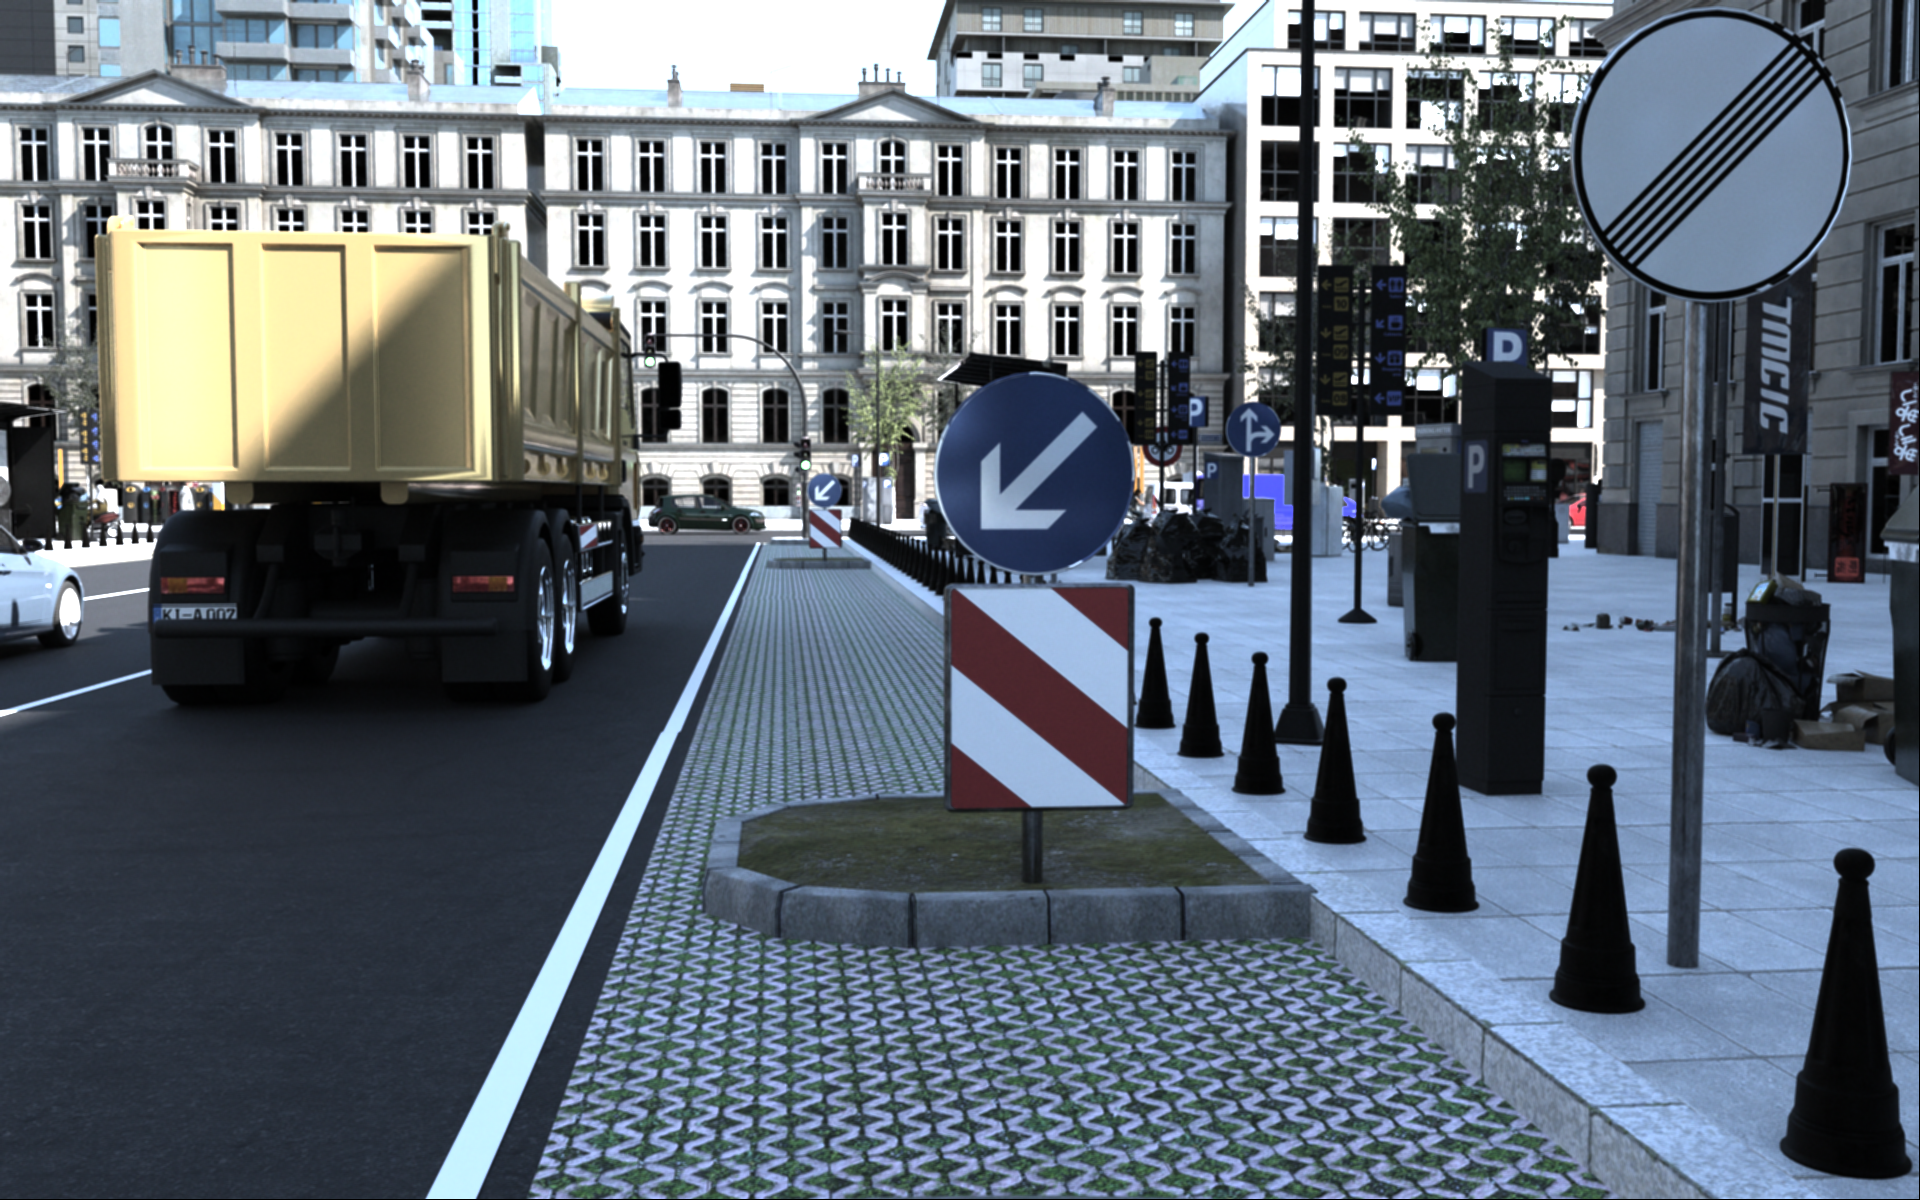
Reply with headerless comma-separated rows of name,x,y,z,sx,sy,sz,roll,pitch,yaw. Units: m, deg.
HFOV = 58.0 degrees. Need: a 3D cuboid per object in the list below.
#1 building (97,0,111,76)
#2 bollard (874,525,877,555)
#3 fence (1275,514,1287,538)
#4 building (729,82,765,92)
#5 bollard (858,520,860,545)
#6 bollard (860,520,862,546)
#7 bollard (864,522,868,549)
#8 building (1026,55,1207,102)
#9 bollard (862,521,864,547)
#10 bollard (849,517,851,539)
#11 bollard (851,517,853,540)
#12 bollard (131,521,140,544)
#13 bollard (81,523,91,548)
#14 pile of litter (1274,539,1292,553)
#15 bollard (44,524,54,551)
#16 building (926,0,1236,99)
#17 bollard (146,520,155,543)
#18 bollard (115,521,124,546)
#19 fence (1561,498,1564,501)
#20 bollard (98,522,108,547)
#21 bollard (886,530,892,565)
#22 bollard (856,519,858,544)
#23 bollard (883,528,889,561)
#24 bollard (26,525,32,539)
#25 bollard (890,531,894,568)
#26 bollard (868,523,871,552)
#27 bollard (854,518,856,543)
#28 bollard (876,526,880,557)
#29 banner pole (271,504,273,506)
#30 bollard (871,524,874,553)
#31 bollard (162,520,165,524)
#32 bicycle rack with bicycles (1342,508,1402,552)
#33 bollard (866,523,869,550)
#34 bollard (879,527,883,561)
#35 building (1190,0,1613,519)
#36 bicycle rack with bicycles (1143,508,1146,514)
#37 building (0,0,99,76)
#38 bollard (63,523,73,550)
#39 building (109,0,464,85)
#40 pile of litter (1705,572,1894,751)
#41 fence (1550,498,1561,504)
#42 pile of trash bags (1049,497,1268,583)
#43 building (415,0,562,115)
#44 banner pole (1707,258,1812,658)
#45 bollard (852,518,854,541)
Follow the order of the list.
building,-58.421,-32.375,148.945,23.786,49.044,30.456,0,4,-6
bollard,-1.597,-1.189,35.477,0.229,0.601,0.229,0,3,0
fence,8.565,-2.176,50.953,2.069,0.683,0.278,0,4,-7
building,-39.982,-43.329,250.433,28.212,58.520,21.231,0,4,-6
bollard,-2.339,-1.630,42.694,0.229,0.601,0.229,0,3,0
bollard,-2.236,-1.567,41.663,0.229,0.601,0.229,0,3,0
bollard,-2.023,-1.441,39.601,0.229,0.601,0.229,0,3,0
building,17.449,-28.506,157.951,32.217,40.220,23.993,0,4,-6
bollard,-2.128,-1.504,40.632,0.229,0.601,0.229,0,3,0
bollard,-2.876,-1.948,47.899,0.229,0.601,0.229,0,3,0
bollard,-2.772,-1.885,46.859,0.229,0.601,0.229,0,3,0
bollard,-21.076,-1.725,44.245,0.229,0.601,0.229,0,3,0
bollard,-20.753,-1.533,41.101,0.229,0.601,0.229,0,3,0
pile of litter,6.869,-1.491,38.345,1.176,0.858,1.719,1,4,16
bollard,-20.541,-1.406,39.029,0.229,0.601,0.229,0,3,0
building,11.904,-36.305,182.831,28.713,52.752,27.495,0,4,-6
bollard,-21.187,-1.789,45.297,0.229,0.601,0.229,0,3,0
bollard,-20.969,-1.661,43.201,0.229,0.601,0.229,0,3,0
fence,42.705,-6.659,120.073,2.264,1.192,0.480,2,4,30
bollard,-20.862,-1.597,42.153,0.229,0.601,0.229,0,3,0
bollard,-1.171,-0.935,31.322,0.229,0.601,0.229,0,3,0
bollard,-2.450,-1.694,43.734,0.229,0.601,0.229,0,3,0
bollard,-1.275,-0.999,32.368,0.229,0.601,0.229,0,3,0
bollard,-20.431,-1.343,37.999,0.229,0.601,0.229,0,3,0
bollard,-1.064,-0.871,30.286,0.229,0.601,0.229,0,3,0
bollard,-1.813,-1.315,37.539,0.229,0.601,0.229,0,3,0
bollard,-2.559,-1.758,44.782,0.229,0.601,0.229,0,3,0
bollard,-1.491,-1.126,34.446,0.229,0.601,0.229,0,3,0
banner pole,-30.340,-5.264,76.084,0.401,3.779,0.863,-3,5,-43
bollard,-1.705,-1.252,36.509,0.229,0.601,0.229,0,3,0
bollard,-21.289,-1.853,46.331,0.229,0.601,0.229,0,3,0
bicycle rack with bicycles,9.096,-1.556,38.829,2.852,0.926,2.925,-1,4,-22
bollard,-1.918,-1.378,38.570,0.229,0.601,0.229,0,3,0
bollard,-1.383,-1.062,33.402,0.229,0.601,0.229,0,3,0
building,30.112,-17.903,97.222,34.151,26.468,19.350,0,4,-6
bicycle rack with bicycles,9.469,-3.962,78.167,2.925,0.926,2.852,1,4,10
building,-90.951,-45.047,174.778,20.611,71.187,20.563,0,4,-6
bollard,-20.644,-1.470,40.070,0.229,0.601,0.229,0,3,0
building,-65.418,-34.077,176.760,30.456,49.044,23.786,0,4,-6
pile of litter,4.708,0.285,9.305,1.719,0.858,1.176,-2,4,-29
fence,39.834,-6.582,118.823,2.264,1.192,0.480,1,4,12
pile of trash bags,2.710,-0.971,25.636,3.447,1.369,1.912,-1,4,-12
building,-69.619,-57.125,246.665,31.000,86.520,22.319,0,4,-6
banner pole,6.169,-1.435,13.476,0.863,3.779,0.401,3,4,39
bollard,-2.666,-1.822,45.824,0.229,0.601,0.229,0,3,0
